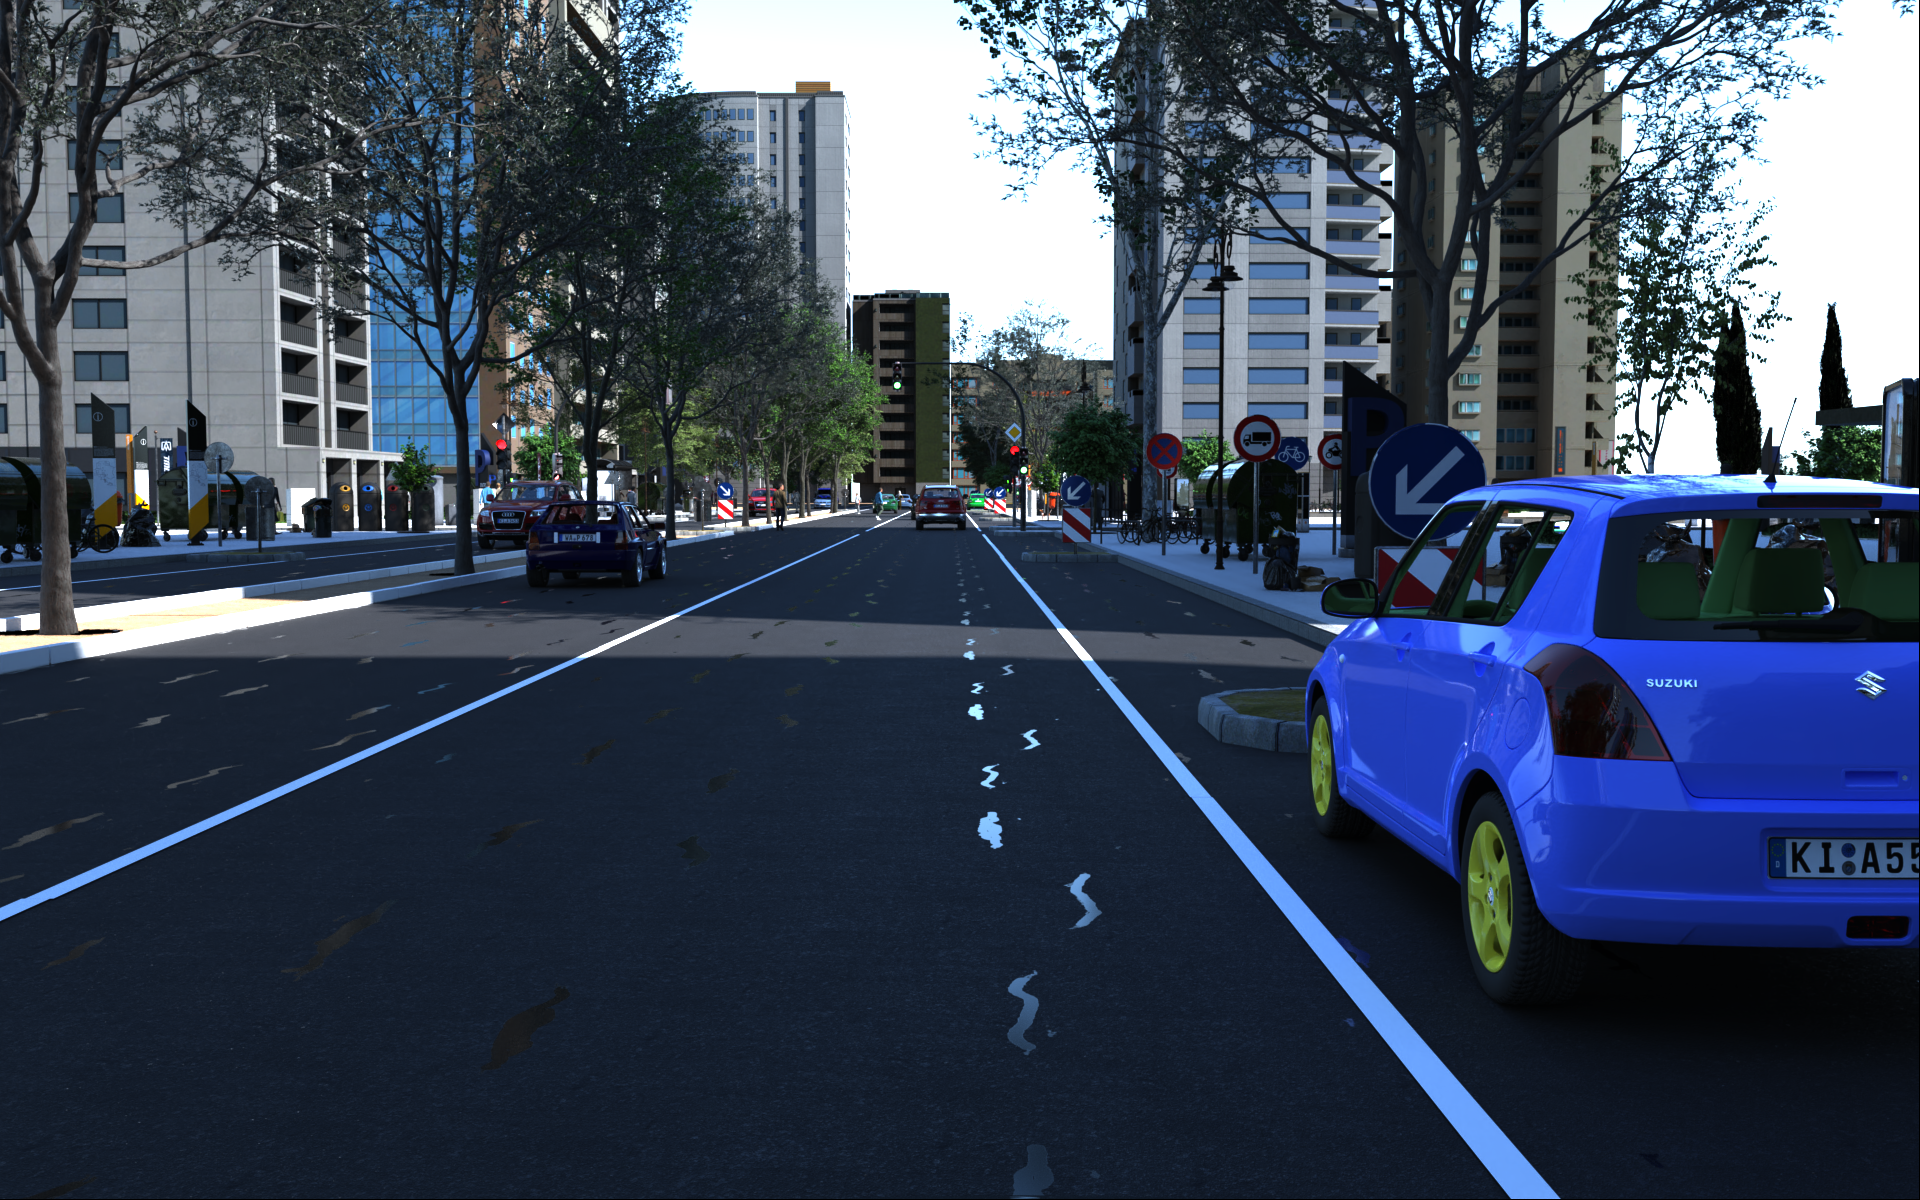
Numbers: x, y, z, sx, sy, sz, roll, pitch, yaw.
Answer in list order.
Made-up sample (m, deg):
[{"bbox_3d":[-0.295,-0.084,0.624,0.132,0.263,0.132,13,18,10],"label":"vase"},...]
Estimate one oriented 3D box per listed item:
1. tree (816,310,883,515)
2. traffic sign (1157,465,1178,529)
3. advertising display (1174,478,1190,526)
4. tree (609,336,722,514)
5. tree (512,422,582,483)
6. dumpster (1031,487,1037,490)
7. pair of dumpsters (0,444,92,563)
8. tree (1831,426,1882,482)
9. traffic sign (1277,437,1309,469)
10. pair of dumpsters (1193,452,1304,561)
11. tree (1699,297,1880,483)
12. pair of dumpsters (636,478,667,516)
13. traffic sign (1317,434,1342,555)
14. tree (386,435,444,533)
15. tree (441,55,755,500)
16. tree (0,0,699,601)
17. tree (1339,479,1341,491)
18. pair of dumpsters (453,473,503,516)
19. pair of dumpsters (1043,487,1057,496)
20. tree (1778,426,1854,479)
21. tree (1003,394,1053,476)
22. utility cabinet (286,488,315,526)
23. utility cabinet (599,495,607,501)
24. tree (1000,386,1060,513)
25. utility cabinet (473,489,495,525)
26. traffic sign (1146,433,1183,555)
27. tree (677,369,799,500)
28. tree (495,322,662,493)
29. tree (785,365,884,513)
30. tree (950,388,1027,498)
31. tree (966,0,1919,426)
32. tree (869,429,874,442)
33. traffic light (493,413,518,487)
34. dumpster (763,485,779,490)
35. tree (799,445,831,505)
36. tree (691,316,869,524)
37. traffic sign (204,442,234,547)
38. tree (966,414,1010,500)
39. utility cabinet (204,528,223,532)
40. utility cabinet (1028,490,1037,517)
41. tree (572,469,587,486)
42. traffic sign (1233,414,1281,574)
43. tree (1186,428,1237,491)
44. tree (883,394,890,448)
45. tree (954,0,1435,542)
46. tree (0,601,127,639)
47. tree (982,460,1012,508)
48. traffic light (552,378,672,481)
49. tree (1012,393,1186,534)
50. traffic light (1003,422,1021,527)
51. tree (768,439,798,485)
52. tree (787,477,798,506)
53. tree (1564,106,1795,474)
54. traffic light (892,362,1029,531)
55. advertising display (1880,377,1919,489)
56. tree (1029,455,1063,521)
[{"bbox_3d":[-9.216,-9.972,91.252,9.928,11.665,9.643,0,3,0],"label":"tree"},{"bbox_3d":[6.989,-3.582,58.678,0.768,2.556,0.104,0,4,4],"label":"traffic sign"},{"bbox_3d":[8.913,-3.937,69.580,0.123,1.923,0.974,3,5,39],"label":"advertising display"},{"bbox_3d":[-19.074,-11.862,112.070,7.486,12.596,7.792,0,3,0],"label":"tree"},{"bbox_3d":[-18.824,-5.846,79.291,4.285,4.588,4.351,0,3,0],"label":"tree"},{"bbox_3d":[5.340,-7.666,131.097,1.264,1.857,1.865,0,4,0],"label":"dumpster"},{"bbox_3d":[-18.079,-1.830,32.414,1.574,2.255,4.437,0,4,0],"label":"pair of dumpsters"},{"bbox_3d":[36.815,-5.328,70.833,4.285,4.588,4.351,0,3,0],"label":"tree"},{"bbox_3d":[7.349,-2.346,38.462,0.768,2.556,0.104,0,4,6],"label":"traffic sign"},{"bbox_3d":[5.792,-1.986,34.965,1.574,2.255,4.437,0,4,0],"label":"pair of dumpsters"},{"bbox_3d":[57.589,-13.424,121.308,13.155,14.587,18.604,0,4,-2],"label":"tree"},{"bbox_3d":[-18.655,-6.289,105.314,1.574,2.255,4.437,0,4,0],"label":"pair of dumpsters"},{"bbox_3d":[7.915,-2.229,36.554,0.768,2.556,0.104,0,4,7],"label":"traffic sign"},{"bbox_3d":[-18.130,-3.821,57.071,1.663,3.219,1.824,0,3,0],"label":"tree"},{"bbox_3d":[-8.684,-6.886,40.799,9.928,11.665,9.643,0,3,0],"label":"tree"},{"bbox_3d":[-8.621,-7.148,29.694,12.009,13.543,11.850,0,3,0],"label":"tree"},{"bbox_3d":[27.574,-7.811,122.314,1.663,3.219,1.824,0,3,0],"label":"tree"},{"bbox_3d":[-21.835,-4.685,79.086,1.574,2.255,4.437,0,4,0],"label":"pair of dumpsters"},{"bbox_3d":[7.081,-8.408,139.964,1.574,2.255,4.437,0,4,0],"label":"pair of dumpsters"},{"bbox_3d":[20.759,-2.866,41.465,1.663,3.219,1.824,0,3,0],"label":"tree"},{"bbox_3d":[5.027,-10.680,124.978,4.737,8.622,4.395,0,3,0],"label":"tree"},{"bbox_3d":[-26.239,-3.685,68.931,0.318,1.500,1.173,2,4,29],"label":"utility cabinet"},{"bbox_3d":[-20.060,-5.274,97.388,0.306,1.237,1.020,0,4,-5],"label":"utility cabinet"},{"bbox_3d":[4.676,-10.128,115.949,4.360,8.622,3.978,0,3,0],"label":"tree"},{"bbox_3d":[-19.664,-3.848,71.589,0.318,1.500,1.173,1,4,18],"label":"utility cabinet"},{"bbox_3d":[4.269,-2.208,36.210,0.768,2.556,0.104,1,4,9],"label":"traffic sign"},{"bbox_3d":[-19.304,-13.798,142.599,9.611,12.733,9.660,0,3,0],"label":"tree"},{"bbox_3d":[-19.104,-9.337,87.065,8.767,10.594,7.601,-1,4,-10],"label":"tree"},{"bbox_3d":[-9.602,-12.761,129.229,7.486,12.596,7.792,0,3,0],"label":"tree"},{"bbox_3d":[3.670,-18.311,206.045,9.857,13.997,8.962,0,3,0],"label":"tree"},{"bbox_3d":[5.381,-6.643,18.985,12.009,13.543,11.850,0,3,0],"label":"tree"},{"bbox_3d":[-9.610,-10.623,110.552,8.767,10.594,7.601,0,4,0],"label":"tree"},{"bbox_3d":[-15.699,-4.331,59.730,0.839,4.253,0.868,0,4,0],"label":"traffic light"},{"bbox_3d":[-16.106,-8.856,149.744,1.985,2.255,1.502,0,4,-2],"label":"dumpster"},{"bbox_3d":[-19.537,-17.837,208.637,9.611,12.733,9.660,0,3,0],"label":"tree"},{"bbox_3d":[-9.055,-8.902,82.420,8.767,10.594,7.601,0,4,0],"label":"tree"},{"bbox_3d":[-18.109,-2.582,42.321,0.768,2.556,0.104,0,4,6],"label":"traffic sign"},{"bbox_3d":[4.016,-18.300,217.329,7.486,12.596,7.792,0,3,0],"label":"tree"},{"bbox_3d":[-25.130,-3.026,58.156,1.173,1.500,0.318,2,4,32],"label":"utility cabinet"},{"bbox_3d":[4.009,-5.342,96.028,0.318,1.500,1.173,0,4,-7],"label":"utility cabinet"},{"bbox_3d":[-28.911,-8.494,133.474,1.663,3.219,1.824,0,3,0],"label":"tree"},{"bbox_3d":[4.761,-1.696,27.831,0.768,2.556,0.104,0,4,0],"label":"traffic sign"},{"bbox_3d":[12.258,-6.297,86.669,4.285,4.588,4.351,0,3,0],"label":"tree"},{"bbox_3d":[-9.210,-10.609,101.674,9.928,11.665,9.643,0,3,0],"label":"tree"},{"bbox_3d":[6.411,-11.577,45.173,12.611,20.169,13.585,0,3,0],"label":"tree"},{"bbox_3d":[-9.130,-6.374,17.047,12.009,13.543,11.850,0,3,0],"label":"tree"},{"bbox_3d":[3.782,-11.117,165.469,4.285,4.588,4.351,0,3,0],"label":"tree"},{"bbox_3d":[-13.655,-5.694,67.762,4.771,5.953,1.251,0,4,0],"label":"traffic light"},{"bbox_3d":[4.411,-4.427,56.103,4.285,4.588,4.351,0,3,0],"label":"tree"},{"bbox_3d":[2.115,-4.827,67.835,0.839,4.253,0.868,0,4,0],"label":"traffic light"},{"bbox_3d":[-19.069,-14.147,181.673,4.737,8.622,4.395,0,3,0],"label":"tree"},{"bbox_3d":[-18.747,-12.140,193.084,1.663,3.219,1.824,0,3,0],"label":"tree"},{"bbox_3d":[13.690,-5.104,33.806,4.737,8.622,4.395,0,3,0],"label":"tree"},{"bbox_3d":[0.070,-5.201,59.697,4.771,5.953,1.251,0,4,0],"label":"traffic light"},{"bbox_3d":[5.425,-0.293,10.002,0.123,1.923,0.974,1,4,22],"label":"advertising display"},{"bbox_3d":[4.049,-5.350,82.076,1.663,3.219,1.824,0,3,0],"label":"tree"}]
